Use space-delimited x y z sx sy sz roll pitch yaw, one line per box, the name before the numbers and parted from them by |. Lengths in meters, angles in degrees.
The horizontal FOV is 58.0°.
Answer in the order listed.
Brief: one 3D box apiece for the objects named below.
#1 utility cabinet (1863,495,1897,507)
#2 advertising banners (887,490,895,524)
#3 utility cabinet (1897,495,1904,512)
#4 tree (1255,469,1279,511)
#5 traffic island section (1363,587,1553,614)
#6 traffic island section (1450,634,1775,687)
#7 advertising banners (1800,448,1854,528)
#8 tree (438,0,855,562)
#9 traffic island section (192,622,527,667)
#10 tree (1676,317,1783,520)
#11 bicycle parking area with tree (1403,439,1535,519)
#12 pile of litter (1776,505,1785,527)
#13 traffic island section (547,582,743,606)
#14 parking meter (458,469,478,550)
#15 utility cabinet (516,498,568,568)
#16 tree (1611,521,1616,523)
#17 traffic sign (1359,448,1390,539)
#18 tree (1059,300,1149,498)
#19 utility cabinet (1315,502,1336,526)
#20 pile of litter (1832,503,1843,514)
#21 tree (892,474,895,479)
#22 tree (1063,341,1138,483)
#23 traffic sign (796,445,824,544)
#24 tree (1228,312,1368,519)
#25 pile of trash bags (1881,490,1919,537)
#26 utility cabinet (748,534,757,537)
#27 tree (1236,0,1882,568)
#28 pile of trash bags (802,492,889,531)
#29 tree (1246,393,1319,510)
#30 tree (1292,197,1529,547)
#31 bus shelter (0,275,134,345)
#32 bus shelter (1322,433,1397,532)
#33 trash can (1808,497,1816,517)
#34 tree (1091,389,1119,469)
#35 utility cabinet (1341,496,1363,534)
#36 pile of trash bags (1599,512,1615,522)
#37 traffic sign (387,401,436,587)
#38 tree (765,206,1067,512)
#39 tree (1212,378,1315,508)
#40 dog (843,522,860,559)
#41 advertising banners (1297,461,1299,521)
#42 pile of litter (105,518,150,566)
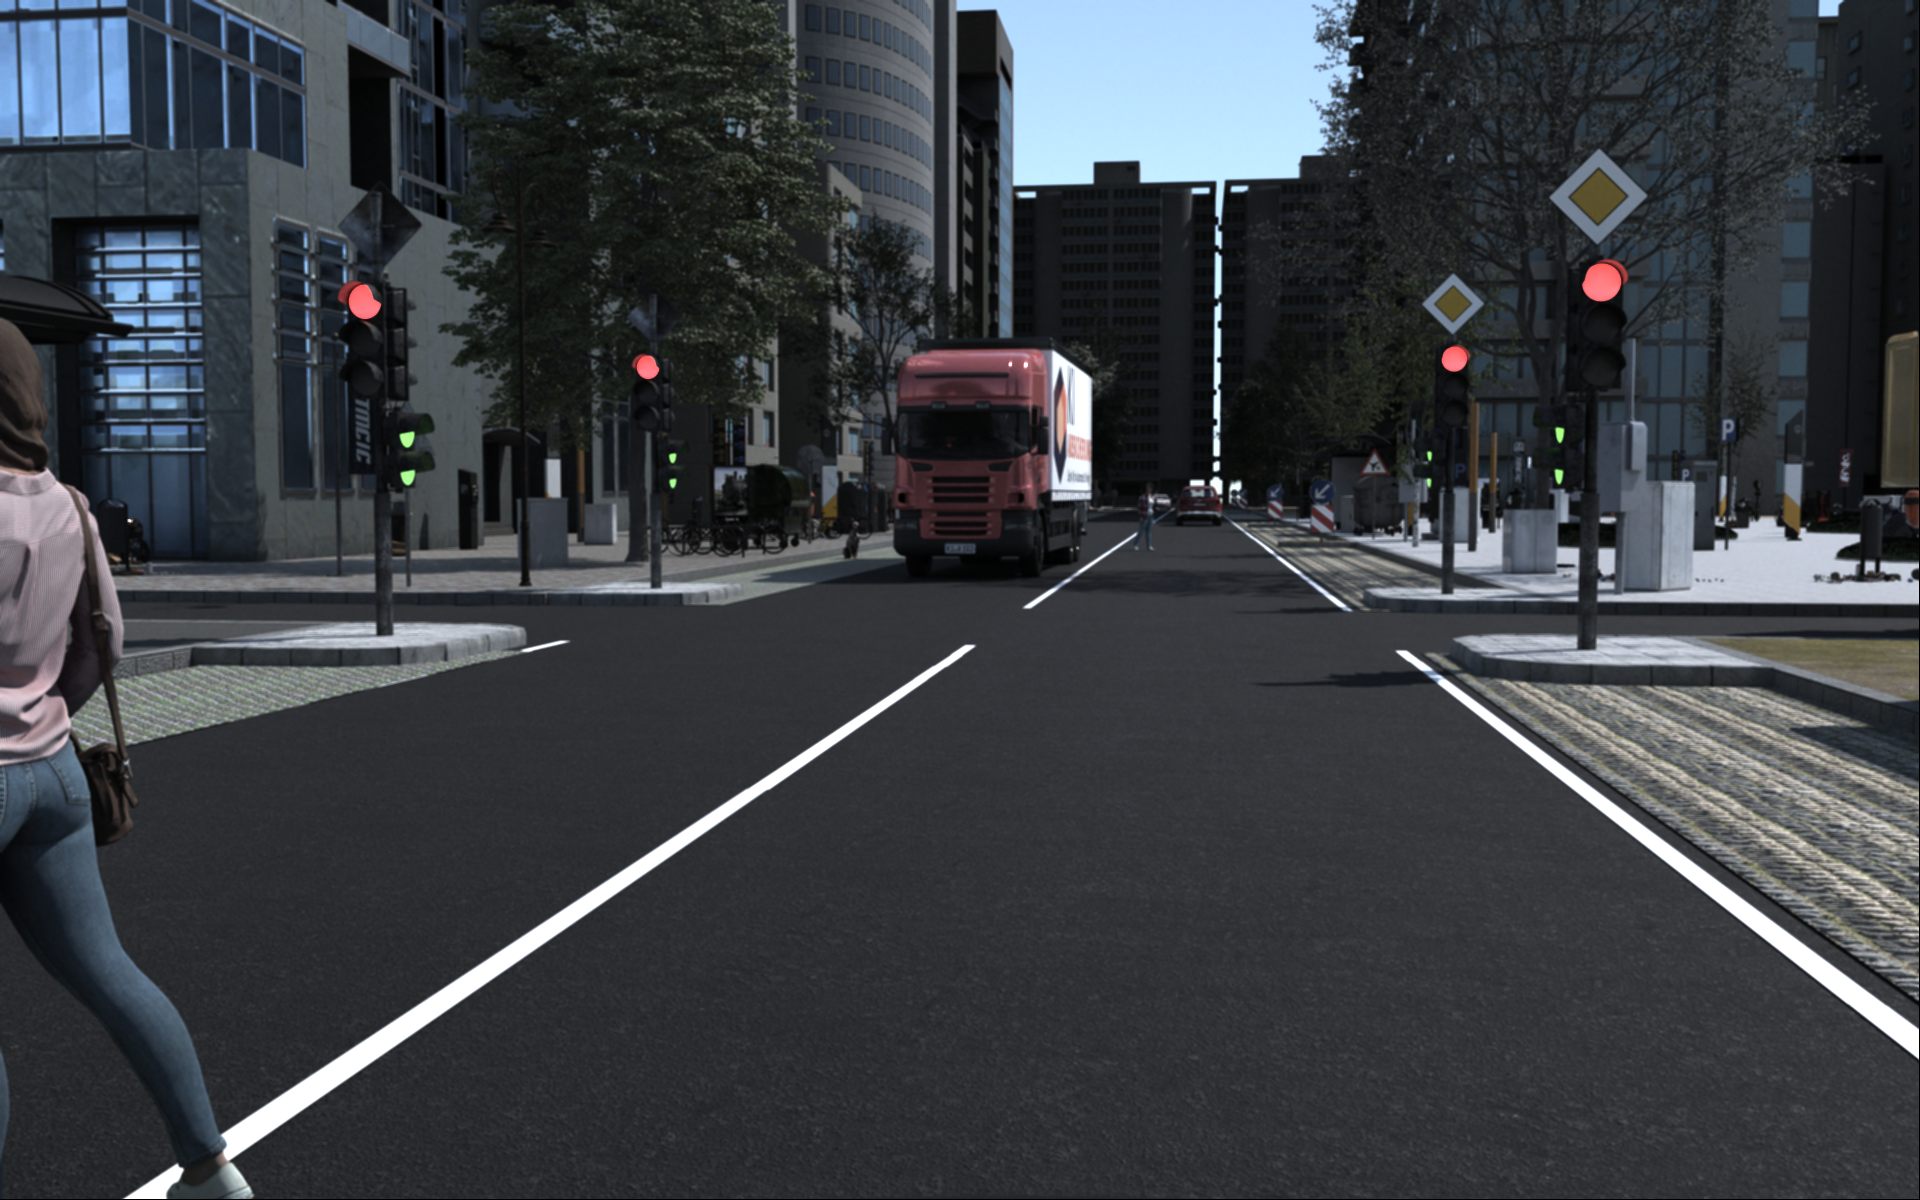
utility cabinet | 34.966 -3.350 65.936 1.020 1.237 0.306 3 4 37
advertising banners | -2.901 -4.853 75.530 0.090 3.025 2.074 1 4 11
utility cabinet | 42.342 -4.116 78.457 1.020 1.237 0.306 -2 4 -29
tree | 23.288 -8.423 132.317 1.663 3.219 1.824 0 3 0
traffic island section | 6.279 0.003 22.232 2.009 0.180 2.903 0 4 8
traffic island section | 5.203 0.487 14.319 2.009 0.180 2.903 0 4 8
advertising banners | 32.931 -4.276 66.092 2.074 3.025 0.090 1 4 20
tree | -5.692 -7.000 32.583 7.486 12.596 7.792 0 3 0
traffic island section | -5.242 0.400 15.739 2.009 0.180 2.903 0 4 8
tree | 32.515 -7.491 72.847 4.360 8.622 3.978 0 3 0
bicycle parking area with tree | 26.740 -6.336 90.592 8.231 4.147 9.016 2 4 27
pile of litter | 32.837 -3.323 68.304 1.719 0.858 1.176 -3 4 -38
traffic island section | -4.166 -0.084 23.652 2.009 0.180 2.903 0 4 8
parking meter | -11.362 -2.099 40.029 0.399 1.863 0.255 1 4 19
utility cabinet | -7.318 -1.175 30.371 0.306 1.237 1.020 2 4 27
tree | 29.610 -5.075 77.574 1.663 3.219 1.824 0 3 0
traffic sign | 11.787 -3.015 49.304 0.884 2.594 0.081 1 4 10
tree | 12.578 -19.330 171.931 12.611 20.169 13.585 0 3 0
utility cabinet | 14.814 -3.711 69.358 1.173 1.500 0.318 0 4 -3
pile of litter | 41.094 -4.072 80.539 1.719 0.858 1.176 -3 4 -37
tree | -1.612 -4.384 66.275 1.663 3.219 1.824 0 3 0
tree | 10.179 -14.467 143.187 9.857 13.997 8.962 0 3 0
traffic sign | -3.878 -2.722 44.613 0.768 2.556 0.104 1 4 17
tree | 17.346 -9.473 89.294 7.601 10.594 8.767 1 4 8
pile of trash bags | 22.870 -1.943 41.528 1.912 1.369 3.447 2 4 27
utility cabinet | -6.355 -2.451 51.239 1.020 1.237 0.306 1 4 22
tree | 10.390 -7.340 30.377 12.009 13.543 11.850 0 3 0
pile of trash bags | -4.109 -3.097 60.384 3.447 1.369 1.912 1 4 23
tree | 20.498 -9.730 109.449 4.360 8.622 3.978 0 3 0
tree | 11.270 -5.597 41.870 4.737 8.622 4.395 0 3 0
bus shelter | -9.142 -1.214 13.765 2.014 3.302 5.546 0 4 8
bus shelter | 13.864 -4.063 60.359 2.014 3.302 5.546 0 4 8
trash can | 40.659 -4.340 82.605 0.748 1.137 0.748 0 3 0
tree | 8.488 -12.006 130.707 7.601 10.594 8.767 0 4 2
utility cabinet | 12.744 -2.765 56.367 0.306 1.237 1.020 -1 4 -15
pile of trash bags | 26.777 -4.022 75.505 3.447 1.369 1.912 -2 4 -24
traffic sign | -7.623 -1.460 23.876 0.884 2.594 0.081 1 4 17
tree | -1.962 -7.429 55.873 8.767 10.594 7.601 -2 4 -34
tree | 28.355 -15.116 164.153 9.611 12.733 9.660 0 3 0
dog | -2.327 -1.312 38.289 0.513 0.831 0.800 1 4 16
advertising banners | 16.205 -5.317 83.117 0.090 3.025 2.074 1 4 11
pile of litter | -15.436 -1.082 31.658 1.176 0.858 1.719 0 4 0
